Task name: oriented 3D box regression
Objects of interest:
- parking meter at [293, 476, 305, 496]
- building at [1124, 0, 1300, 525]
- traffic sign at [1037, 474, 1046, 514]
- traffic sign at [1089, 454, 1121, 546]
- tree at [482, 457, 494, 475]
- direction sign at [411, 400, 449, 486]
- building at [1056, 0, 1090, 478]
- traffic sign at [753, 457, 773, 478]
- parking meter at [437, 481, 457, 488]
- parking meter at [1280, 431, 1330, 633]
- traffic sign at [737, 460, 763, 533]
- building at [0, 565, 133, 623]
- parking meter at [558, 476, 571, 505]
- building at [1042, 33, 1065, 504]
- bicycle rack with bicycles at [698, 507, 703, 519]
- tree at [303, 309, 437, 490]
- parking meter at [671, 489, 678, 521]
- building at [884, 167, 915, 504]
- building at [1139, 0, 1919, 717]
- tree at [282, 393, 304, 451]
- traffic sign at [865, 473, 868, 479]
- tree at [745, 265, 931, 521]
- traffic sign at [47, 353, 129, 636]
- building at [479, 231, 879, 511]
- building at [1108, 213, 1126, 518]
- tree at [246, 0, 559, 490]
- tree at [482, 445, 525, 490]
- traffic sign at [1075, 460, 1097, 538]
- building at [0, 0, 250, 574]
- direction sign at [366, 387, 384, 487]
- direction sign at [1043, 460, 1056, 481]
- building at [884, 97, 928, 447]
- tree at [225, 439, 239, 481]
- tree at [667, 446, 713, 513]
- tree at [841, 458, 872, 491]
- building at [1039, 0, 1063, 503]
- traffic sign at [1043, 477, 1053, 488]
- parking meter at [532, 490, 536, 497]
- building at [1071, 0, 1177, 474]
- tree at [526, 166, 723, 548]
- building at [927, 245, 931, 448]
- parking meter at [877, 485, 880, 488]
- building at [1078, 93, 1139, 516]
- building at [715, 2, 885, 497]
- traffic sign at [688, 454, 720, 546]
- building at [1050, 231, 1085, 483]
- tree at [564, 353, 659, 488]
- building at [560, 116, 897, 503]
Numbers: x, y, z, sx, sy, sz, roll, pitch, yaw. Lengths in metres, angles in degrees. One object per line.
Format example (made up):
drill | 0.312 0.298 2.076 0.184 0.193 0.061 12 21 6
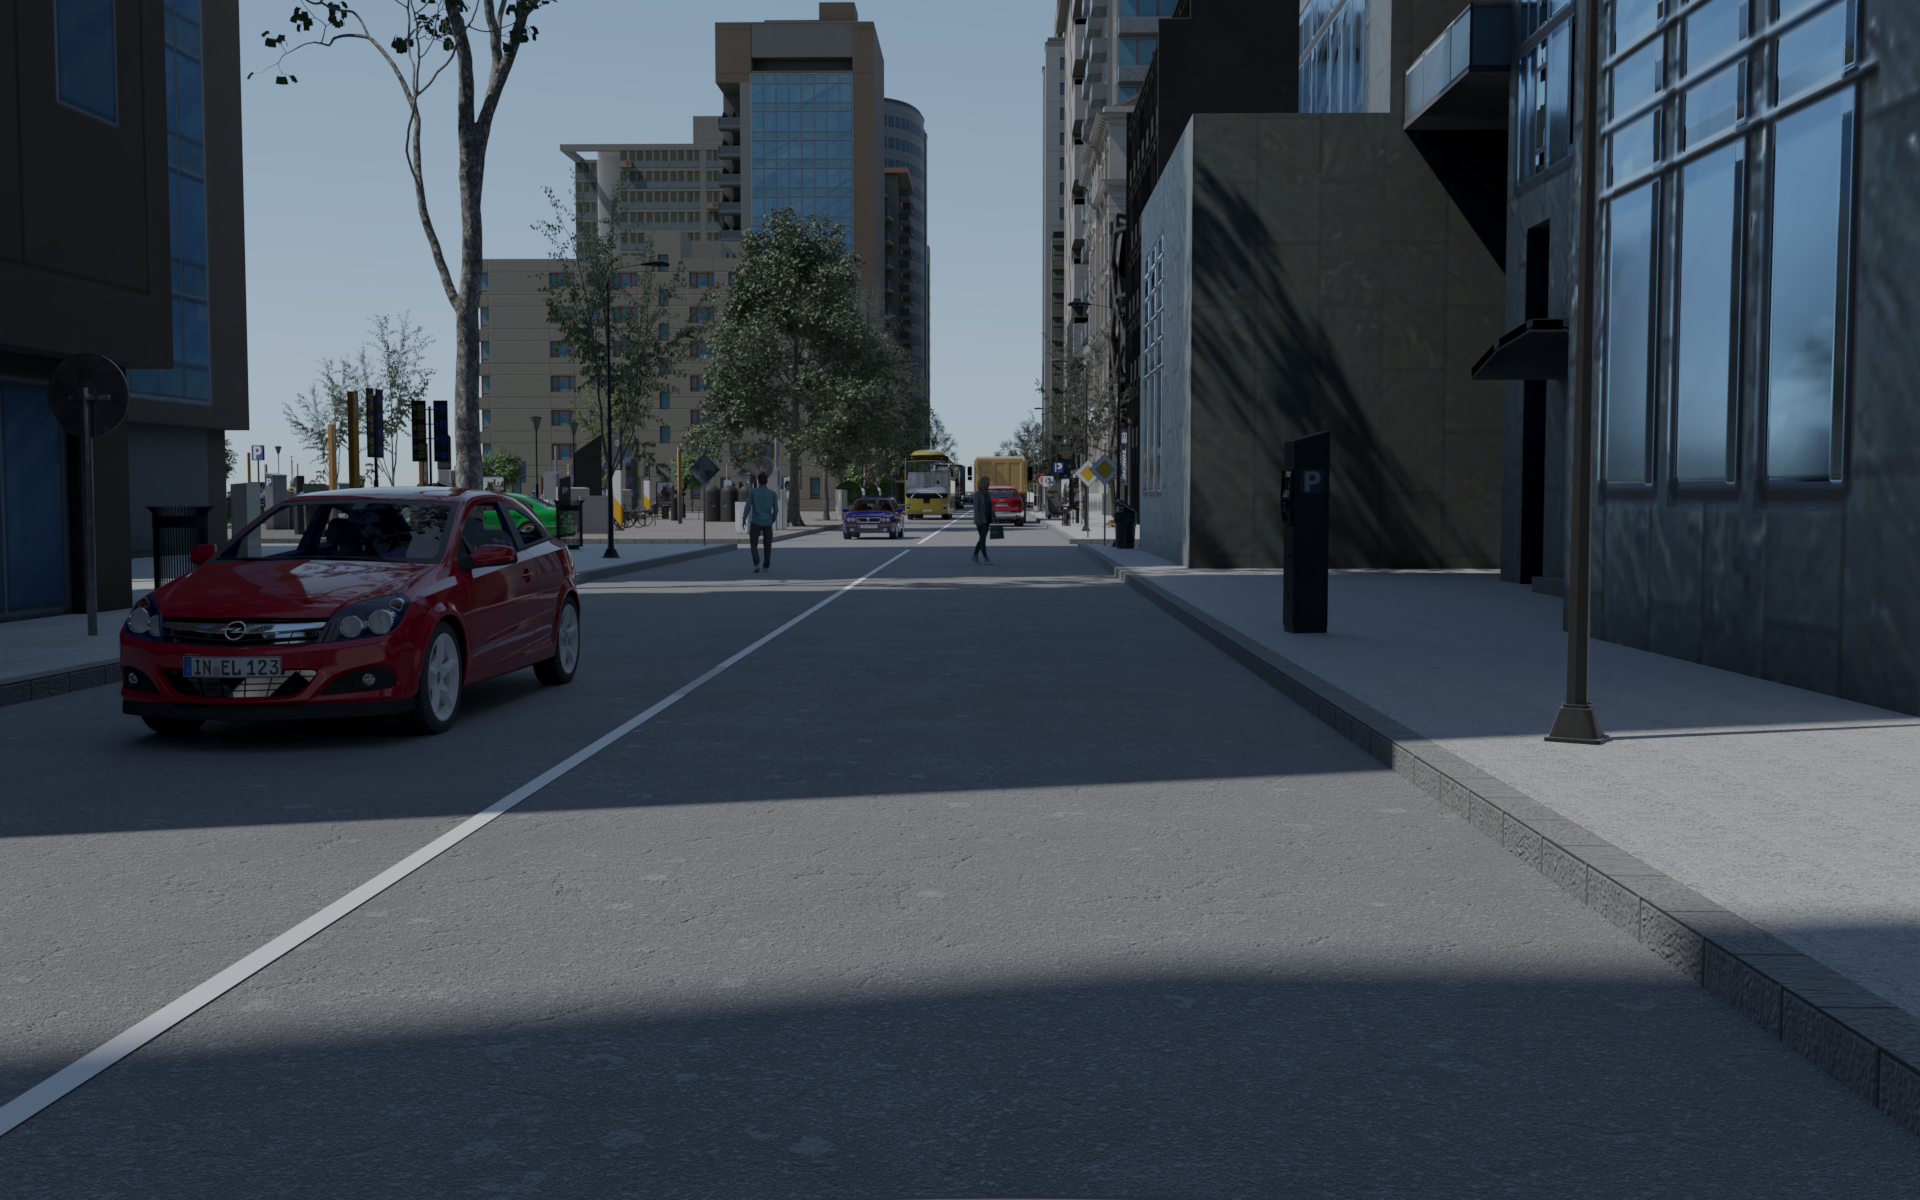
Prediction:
parking meter | -20.874 -2.998 54.728 0.255 1.863 0.399 -3 4 -38
building | 13.546 -14.768 71.142 12.332 23.373 15.834 0 4 1
traffic sign | 5.357 -6.836 111.879 0.768 2.556 0.104 0 4 8
traffic sign | 3.582 -2.398 42.847 0.795 2.450 0.064 0 4 1
tree | -21.429 -5.067 77.454 1.663 3.219 1.824 0 3 0
direction sign | -12.796 -3.051 41.876 0.876 3.537 0.379 0 4 0
building | 24.109 -35.476 169.271 28.713 52.752 27.495 0 4 1
traffic sign | -6.826 -3.653 59.830 0.768 2.556 0.104 0 4 2
parking meter | -10.094 -1.572 34.116 0.372 1.533 0.369 0 3 0
parking meter | 3.191 -0.631 16.031 0.399 1.863 0.255 -1 4 -10
traffic sign | -6.186 -2.901 51.067 0.795 2.450 0.064 0 4 1
building | -16.005 -22.108 11.570 14.600 45.320 14.200 0 4 1
parking meter | -12.634 -3.034 55.311 0.399 1.863 0.255 -1 4 -17
building | 21.231 -41.819 225.743 21.231 58.520 28.212 0 4 1
bicycle rack with bicycles | -12.067 -4.580 88.267 2.852 0.926 2.925 -2 4 -35
tree | -22.729 -7.230 68.580 4.360 8.622 3.978 0 3 0
parking meter | -13.674 -4.563 83.014 0.372 1.533 0.369 0 3 0
building | -17.286 -34.998 226.841 22.147 44.769 28.867 0 4 1
building | 14.986 -43.376 21.865 22.319 86.520 31.000 0 4 1
tree | -32.874 -8.574 90.548 4.360 8.622 3.978 0 3 0
traffic sign | -5.729 -6.456 105.555 0.884 2.594 0.081 0 4 5
tree | -6.614 -10.593 83.560 12.009 13.543 11.850 0 3 0
traffic sign | -7.866 -0.950 15.633 0.768 2.556 0.104 0 4 5
building | -21.420 -18.142 141.659 27.650 21.520 28.899 0 4 1
building | 16.380 -13.801 93.103 16.820 18.784 16.811 0 4 1
tree | -6.444 -10.434 26.481 12.611 20.169 13.585 0 3 0
tree | -31.019 -8.145 116.886 4.285 4.588 4.351 0 3 0
traffic sign | 3.756 -2.886 50.831 0.795 2.450 0.064 0 4 1
building | -23.157 -23.286 30.841 14.200 45.320 14.600 0 4 1
direction sign | -12.573 -2.770 37.289 0.379 3.537 0.876 0 4 3
direction sign | 5.962 -7.550 115.439 0.876 3.537 0.379 -1 4 -22
building | -15.851 -43.630 255.346 21.231 58.520 28.212 0 4 1
tree | -35.208 -5.904 80.244 4.285 4.588 4.351 0 3 0
tree | -18.479 -8.270 118.931 4.285 4.588 4.351 0 3 0
tree | -5.803 -6.104 94.399 1.663 3.219 1.824 0 3 0
building | 21.720 -49.631 249.717 20.563 71.187 20.611 0 4 1
traffic sign | 5.112 -6.008 100.365 0.606 2.300 0.079 0 4 7
parking meter | -27.883 -6.432 113.568 0.372 1.533 0.369 0 3 0
building | 21.335 -31.860 140.516 23.786 49.044 30.456 0 4 1
tree | -7.824 -5.450 39.467 4.360 8.622 3.978 0 3 0
building | -12.001 -36.297 277.045 14.154 41.232 14.086 0 4 1
parking meter | -5.119 -6.189 106.896 0.255 1.863 0.399 3 4 38
building | 15.109 -19.914 112.982 14.401 28.519 23.554 0 4 1
building | -14.421 -31.349 162.670 14.600 45.320 14.200 0 4 1
traffic sign | -6.359 -2.412 43.083 0.795 2.450 0.064 0 4 1
building | 16.986 -25.688 191.704 14.160 30.474 14.107 0 4 1
tree | -17.165 -8.304 86.125 4.737 8.622 4.395 0 3 0
building | -23.194 -30.000 182.373 32.217 40.220 23.993 0 4 1
